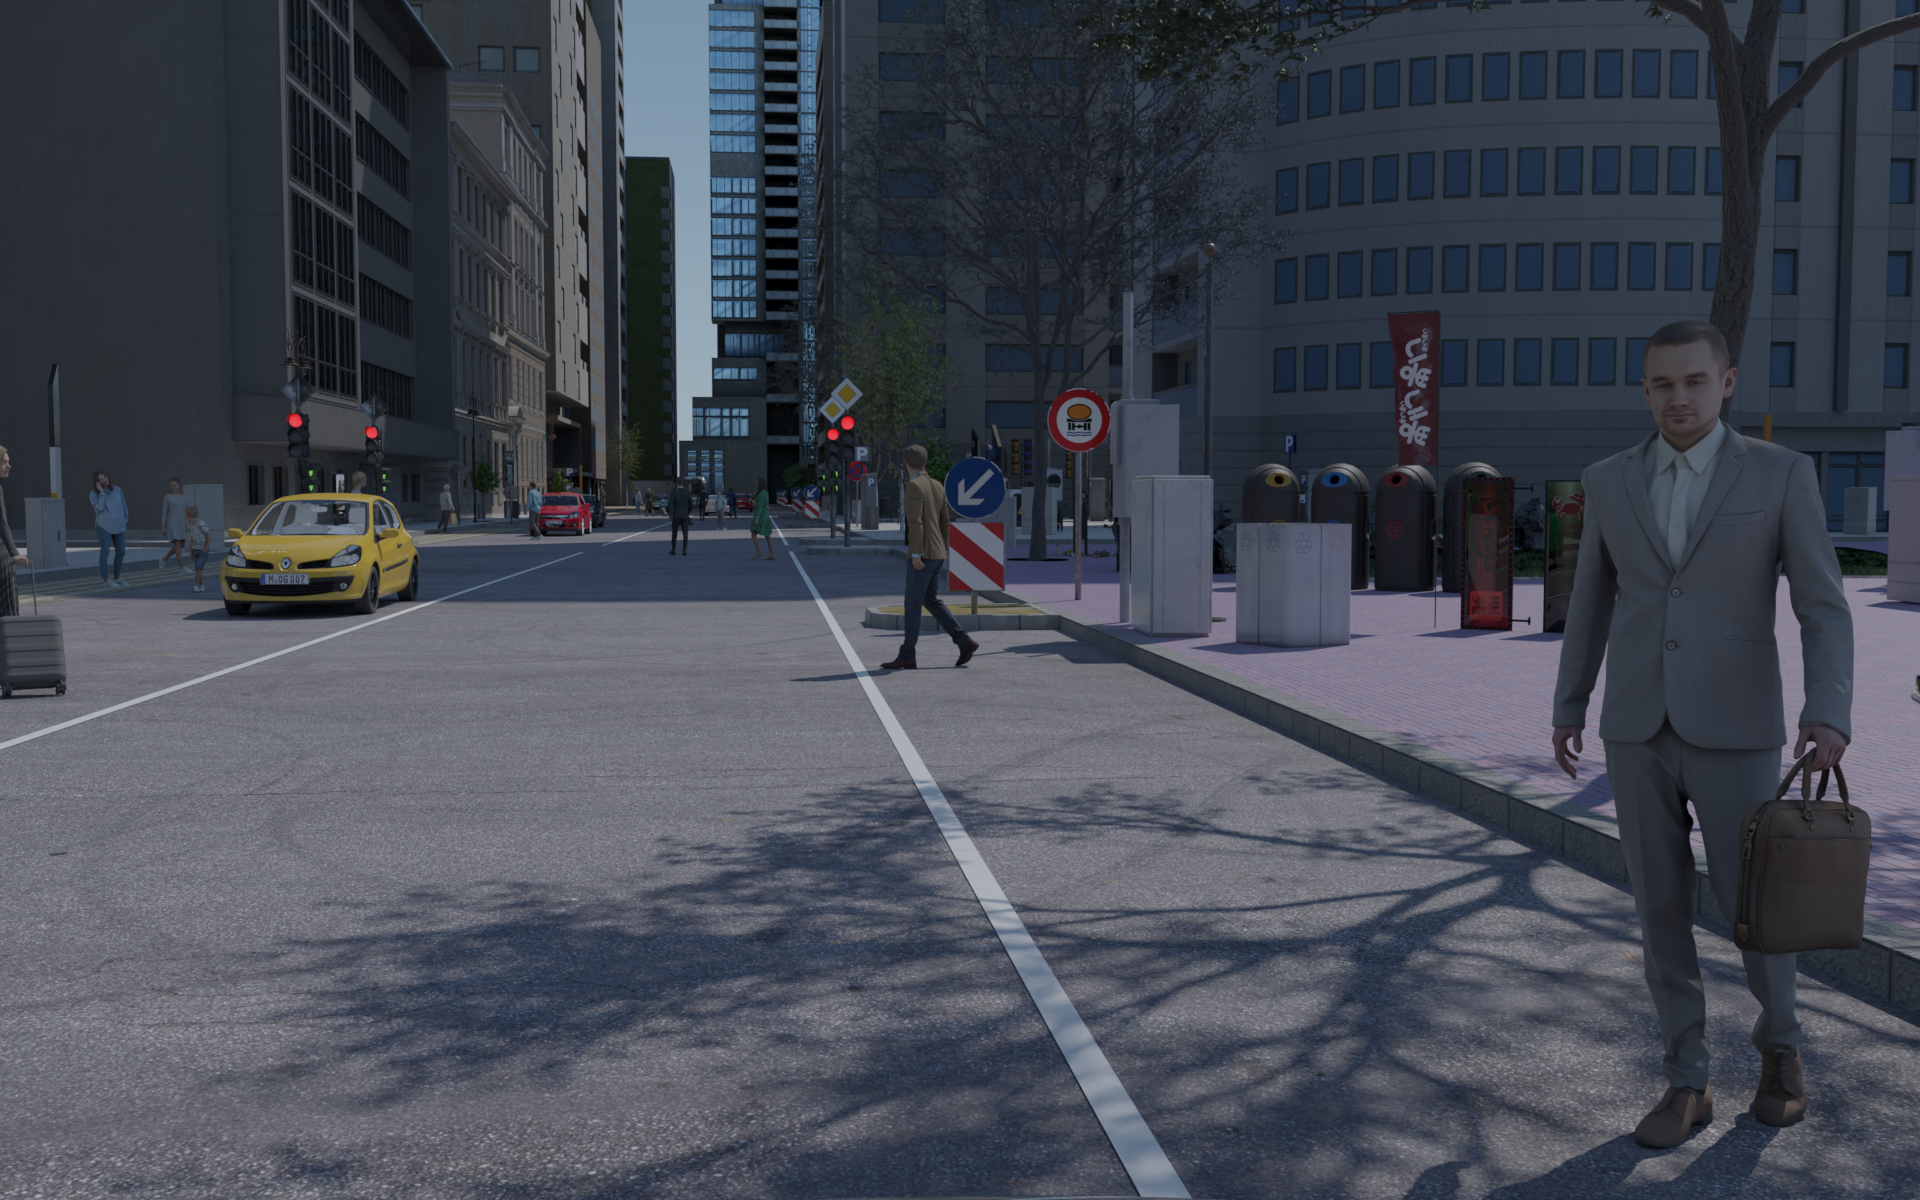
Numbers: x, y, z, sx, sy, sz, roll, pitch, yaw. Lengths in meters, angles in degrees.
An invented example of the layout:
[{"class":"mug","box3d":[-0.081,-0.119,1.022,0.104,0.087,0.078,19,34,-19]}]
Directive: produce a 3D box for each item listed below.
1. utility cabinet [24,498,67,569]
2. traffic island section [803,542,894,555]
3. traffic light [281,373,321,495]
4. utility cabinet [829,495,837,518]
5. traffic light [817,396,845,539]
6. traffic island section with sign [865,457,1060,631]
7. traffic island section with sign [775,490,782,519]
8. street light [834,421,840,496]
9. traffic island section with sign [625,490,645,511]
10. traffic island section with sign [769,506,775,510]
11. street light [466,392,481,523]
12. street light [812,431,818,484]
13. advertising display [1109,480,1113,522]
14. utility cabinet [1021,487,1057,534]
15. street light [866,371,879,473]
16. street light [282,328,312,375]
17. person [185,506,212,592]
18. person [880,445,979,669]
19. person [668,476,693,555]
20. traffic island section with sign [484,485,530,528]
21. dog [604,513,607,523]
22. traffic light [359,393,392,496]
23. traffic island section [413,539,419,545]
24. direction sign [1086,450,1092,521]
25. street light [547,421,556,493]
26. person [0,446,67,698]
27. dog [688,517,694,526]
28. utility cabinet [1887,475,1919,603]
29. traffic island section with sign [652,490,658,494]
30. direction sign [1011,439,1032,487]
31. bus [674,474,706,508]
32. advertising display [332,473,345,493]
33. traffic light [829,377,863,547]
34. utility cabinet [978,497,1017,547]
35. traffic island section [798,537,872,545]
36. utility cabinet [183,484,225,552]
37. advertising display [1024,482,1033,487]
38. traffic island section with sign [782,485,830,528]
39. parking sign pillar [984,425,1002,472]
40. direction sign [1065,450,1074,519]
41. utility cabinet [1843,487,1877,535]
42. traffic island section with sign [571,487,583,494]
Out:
[{"class":"utility cabinet","box3d":[-15.854,-1.156,30.060,0.306,1.237,1.020,0,4,-7]},{"class":"traffic island section","box3d":[-2.704,-1.203,41.957,2.009,0.180,2.903,0,4,-7]},{"class":"traffic light","box3d":[-15.368,-3.145,40.348,0.839,4.253,0.868,0,4,-7]},{"class":"utility cabinet","box3d":[-6.754,-4.964,92.327,0.306,1.237,1.020,-1,4,-11]},{"class":"traffic light","box3d":[-3.674,-3.722,49.769,0.839,4.253,0.868,0,4,-7]},{"class":"traffic island section with sign","box3d":[-0.031,-0.641,19.105,1.989,1.847,2.006,0,4,-7]},{"class":"traffic island section with sign","box3d":[-9.642,-5.655,101.092,1.989,1.847,2.006,0,4,-7]},{"class":"street light","box3d":[-6.769,-7.416,94.046,0.468,5.910,1.993,0,4,-7]},{"class":"traffic island section with sign","box3d":[-27.871,-8.617,149.516,1.989,1.847,2.006,0,4,-7]},{"class":"traffic island section with sign","box3d":[-15.509,-8.721,151.208,1.989,1.847,2.006,0,4,-7]},{"class":"street light","box3d":[-21.732,-6.402,77.462,0.468,5.910,1.993,0,4,-7]},{"class":"street light","box3d":[-10.322,-9.222,123.559,0.468,5.910,1.993,0,4,-7]},{"class":"advertising display","box3d":[6.879,-4.504,78.848,0.123,1.923,0.974,0,4,2]},{"class":"utility cabinet","box3d":[2.504,-2.811,54.641,1.173,1.500,0.318,3,4,38]},{"class":"street light","box3d":[-3.285,-5.633,64.887,0.468,5.910,1.993,0,4,-7]},{"class":"street light","box3d":[-18.429,-4.617,48.276,0.468,5.910,1.993,0,4,-7]},{"class":"person","box3d":[-11.150,-0.745,25.368,0.352,1.250,0.332,-2,4,-27]},{"class":"person","box3d":[-0.260,-0.361,14.307,0.836,1.842,0.656,-1,4,-8]},{"class":"person","box3d":[-6.582,-1.973,40.536,0.659,1.850,0.755,-2,4,-25]},{"class":"traffic island section with sign","box3d":[-18.874,-3.930,72.884,1.989,1.847,2.006,0,4,-7]},{"class":"dog","box3d":[-17.492,-4.010,84.856,0.540,0.507,0.406,0,4,4]},{"class":"traffic light","box3d":[-16.298,-3.630,48.279,0.839,4.253,0.868,0,4,-7]},{"class":"traffic island section","box3d":[-16.339,-1.598,48.409,2.009,0.180,2.903,0,4,-7]},{"class":"direction sign","box3d":[6.239,-5.631,84.061,0.379,3.537,0.876,1,4,21]},{"class":"street light","box3d":[-25.180,-8.211,107.033,0.468,5.910,1.993,0,4,-7]},{"class":"person","box3d":[-7.037,-0.242,12.673,0.699,1.804,1.509,-2,4,-34]},{"class":"dog","box3d":[-12.341,-3.581,78.742,0.550,0.427,0.748,1,4,20]},{"class":"utility cabinet","box3d":[11.248,-0.698,20.094,0.318,1.500,1.173,0,4,-1]},{"class":"traffic island section with sign","box3d":[-31.006,-10.255,176.289,1.989,1.847,2.006,0,4,-7]},{"class":"direction sign","box3d":[2.542,-4.867,71.568,0.876,3.537,0.379,1,4,18]},{"class":"bus","box3d":[-28.017,-11.361,180.615,2.948,3.499,13.247,0,4,-6]},{"class":"advertising display","box3d":[-18.836,-2.894,52.535,0.123,1.923,0.974,0,4,-4]},{"class":"traffic light","box3d":[-2.745,-3.237,41.838,0.839,4.253,0.868,0,4,-7]},{"class":"utility cabinet","box3d":[0.834,-1.874,41.800,1.020,1.237,0.306,1,4,15]},{"class":"traffic island section","box3d":[-3.633,-1.689,49.888,2.009,0.180,2.903,0,4,-7]},{"class":"utility cabinet","box3d":[-16.795,-1.821,38.451,0.318,1.500,1.173,0,4,5]},{"class":"advertising display","box3d":[3.597,-5.231,90.745,0.123,1.923,0.974,-1,4,-21]},{"class":"traffic island section with sign","box3d":[-6.491,-4.018,74.321,1.989,1.847,2.006,0,4,-7]},{"class":"parking sign pillar","box3d":[1.294,-4.801,66.976,1.447,3.967,1.447,-1,4,-10]},{"class":"direction sign","box3d":[5.792,-5.898,88.432,0.876,3.537,0.379,-1,4,-19]},{"class":"utility cabinet","box3d":[28.184,-2.788,54.257,0.318,1.500,1.173,0,4,-7]},{"class":"traffic island section with sign","box3d":[-22.046,-5.580,99.860,1.989,1.847,2.006,0,4,-7]}]
